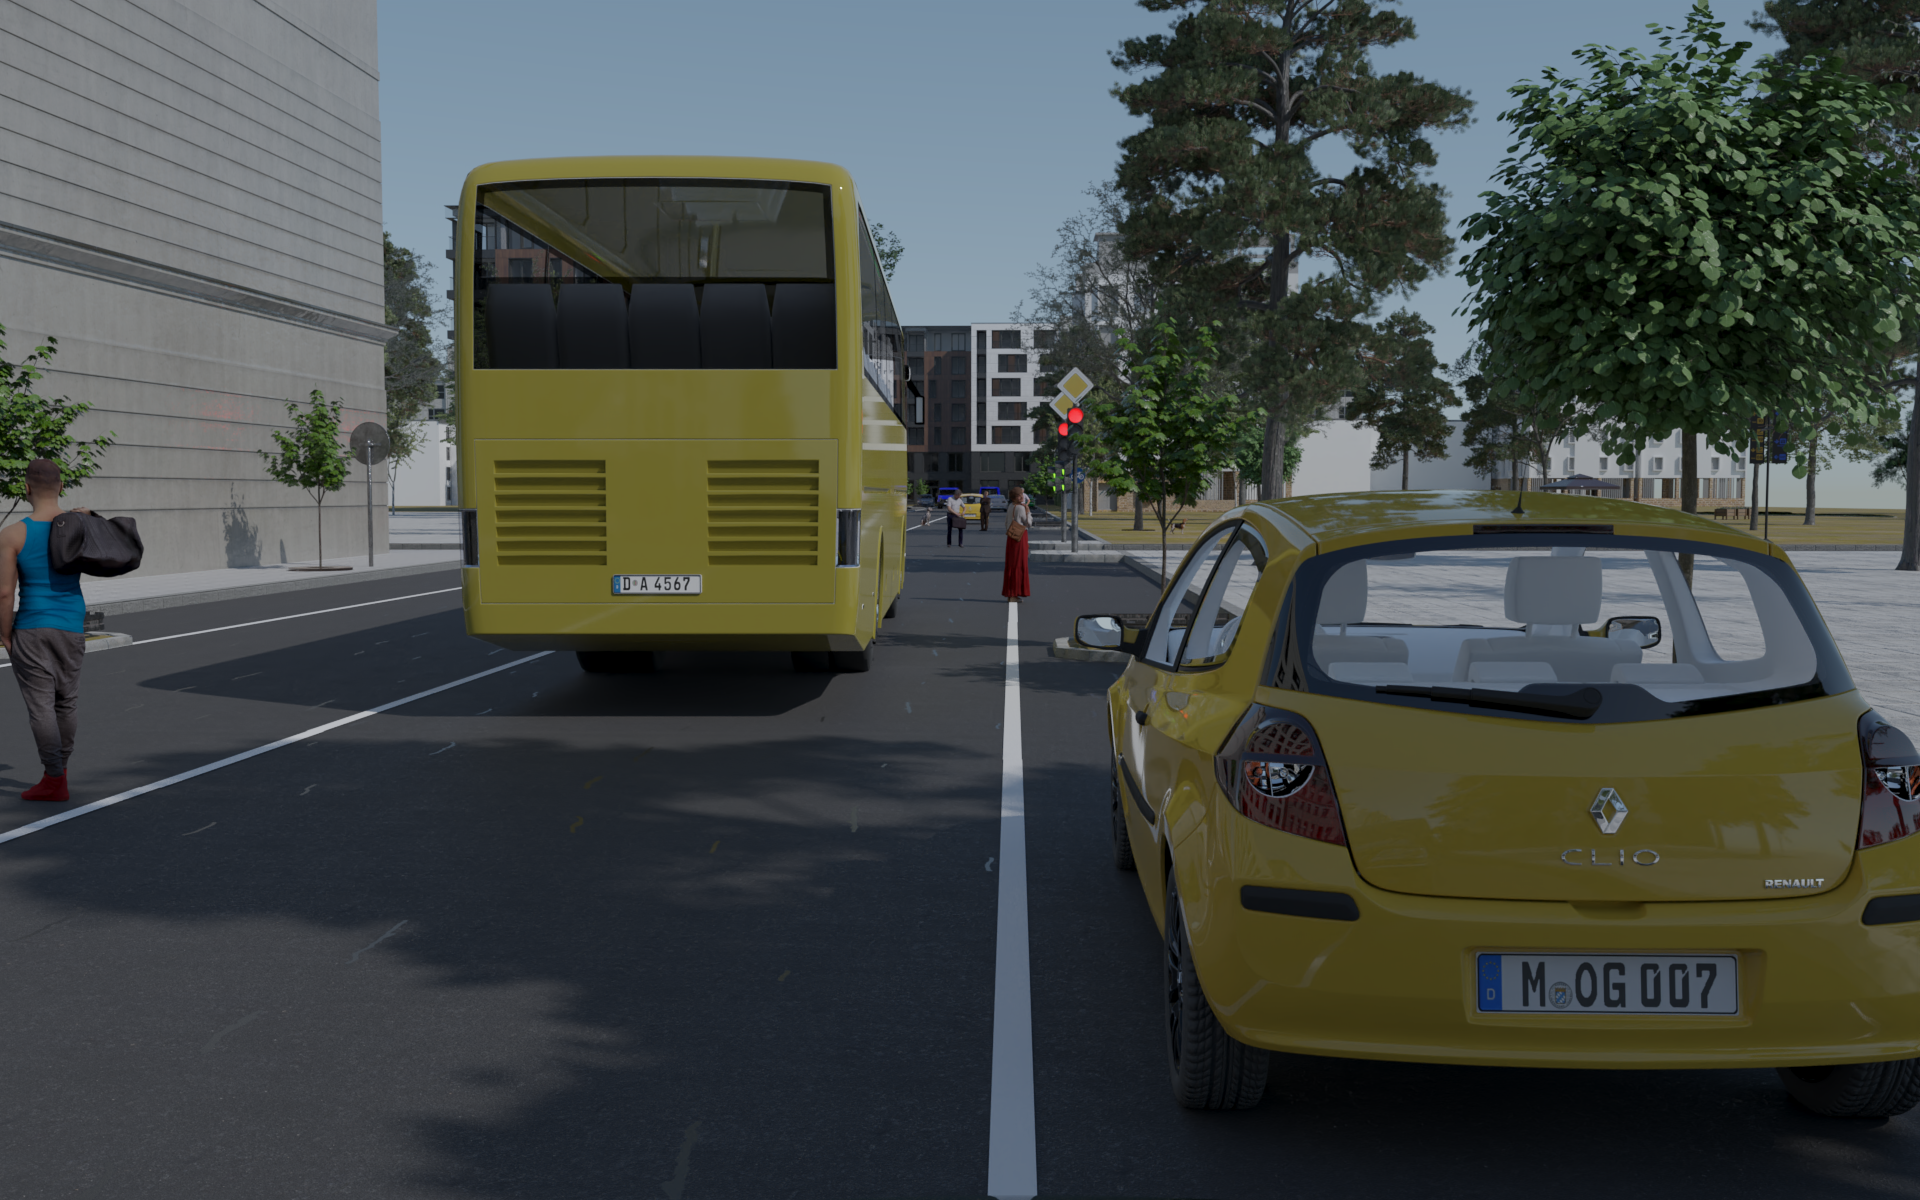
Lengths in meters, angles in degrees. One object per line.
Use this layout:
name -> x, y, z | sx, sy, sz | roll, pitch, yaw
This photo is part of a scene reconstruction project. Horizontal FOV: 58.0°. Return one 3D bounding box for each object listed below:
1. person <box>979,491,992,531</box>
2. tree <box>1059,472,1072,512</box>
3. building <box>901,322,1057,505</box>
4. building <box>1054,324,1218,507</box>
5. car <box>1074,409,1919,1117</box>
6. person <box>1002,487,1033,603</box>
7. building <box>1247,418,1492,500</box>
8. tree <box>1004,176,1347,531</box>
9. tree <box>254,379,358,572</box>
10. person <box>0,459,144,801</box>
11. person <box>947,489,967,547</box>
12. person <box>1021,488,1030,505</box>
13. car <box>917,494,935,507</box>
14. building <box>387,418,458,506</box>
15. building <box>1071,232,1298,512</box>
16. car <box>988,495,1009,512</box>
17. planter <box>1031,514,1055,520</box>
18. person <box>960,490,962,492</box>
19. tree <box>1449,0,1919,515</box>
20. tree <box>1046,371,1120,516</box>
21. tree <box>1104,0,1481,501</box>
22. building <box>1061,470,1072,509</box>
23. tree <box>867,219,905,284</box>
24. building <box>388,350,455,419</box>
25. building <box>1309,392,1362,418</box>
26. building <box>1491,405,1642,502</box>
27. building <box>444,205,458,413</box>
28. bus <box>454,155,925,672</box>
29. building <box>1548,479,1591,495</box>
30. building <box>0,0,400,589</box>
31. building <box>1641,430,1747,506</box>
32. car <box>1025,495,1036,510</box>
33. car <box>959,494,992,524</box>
person -> 0.987, -3.450, 67.184 | 0.482, 1.546, 0.388 | 1, 4, 19
tree -> 7.409, -7.827, 122.565 | 1.663, 3.219, 1.824 | 0, 3, 0
building -> -0.420, -23.031, 220.531 | 32.646, 21.610, 27.936 | 0, 4, 2
building -> 18.599, -19.195, 180.297 | 16.747, 18.905, 31.486 | 0, 4, 2
car -> 1.383, 0.293, 5.435 | 2.015, 1.641, 3.980 | 0, 4, 2
person -> 0.747, -0.729, 22.893 | 0.387, 1.526, 0.523 | -1, 4, -21
building -> 44.501, -15.243, 191.368 | 28.070, 9.664, 9.099 | 0, 4, 2
tree -> 6.374, -9.158, 60.098 | 12.009, 13.543, 11.850 | 0, 3, 0
tree -> -10.728, -2.116, 29.201 | 1.663, 3.219, 1.824 | 0, 3, 0
person -> -4.245, 0.133, 8.191 | 0.662, 1.594, 0.647 | 2, 4, 29
person -> -0.083, -2.193, 46.572 | 0.614, 1.554, 0.590 | -2, 4, -28
person -> 2.753, -4.215, 78.355 | 0.756, 1.711, 0.436 | 1, 4, 23
car -> -3.720, -10.870, 189.724 | 2.014, 1.417, 4.499 | 0, 4, 2
building -> -56.815, -15.402, 193.969 | 28.070, 9.664, 9.099 | 0, 4, 2
building -> 16.535, -16.784, 130.840 | 16.016, 20.091, 11.380 | 0, 4, 2
car -> 2.948, -7.853, 140.762 | 2.083, 1.381, 4.827 | 0, 4, 3
planter -> 4.355, -4.675, 97.568 | 1.991, 0.319, 1.994 | 0, 4, 2
person -> 0.024, -8.875, 153.613 | 0.705, 1.823, 1.348 | -1, 4, -19
tree -> 4.803, -1.692, 11.380 | 4.285, 4.588, 4.351 | 0, 3, 0
tree -> 7.490, -9.258, 101.731 | 4.737, 8.622, 4.395 | 0, 3, 0
tree -> 5.633, -6.643, 30.671 | 6.751, 12.117, 7.091 | 0, 3, 0
building -> 13.653, -12.770, 150.944 | 9.099, 9.664, 28.070 | 0, 4, 2
tree -> -10.052, -15.321, 106.386 | 12.611, 20.169, 13.585 | 0, 3, 0
building -> -61.257, -21.423, 216.723 | 31.486, 18.905, 16.747 | 0, 4, 2
building -> 31.931, -21.206, 213.182 | 31.486, 18.905, 16.747 | 0, 4, 2
building -> 64.532, -20.193, 186.567 | 11.380, 20.091, 16.016 | 0, 4, 2
building -> -21.948, -18.023, 138.652 | 27.936, 21.610, 32.646 | 0, 4, 2
bus -> -1.894, -1.544, 16.788 | 2.896, 3.916, 12.252 | 0, 4, 0
building -> 61.697, -16.287, 208.433 | 28.070, 9.664, 9.099 | 0, 4, 2
building -> -34.005, -15.469, 29.333 | 44.131, 29.872, 17.030 | 0, 4, 2
building -> 75.905, -20.169, 186.186 | 11.380, 20.091, 16.016 | 0, 4, 2
car -> 7.005, -11.089, 190.102 | 1.959, 1.807, 4.718 | 0, 4, 3
car -> 0.539, -4.469, 83.295 | 2.015, 1.641, 3.980 | 0, 4, 2
